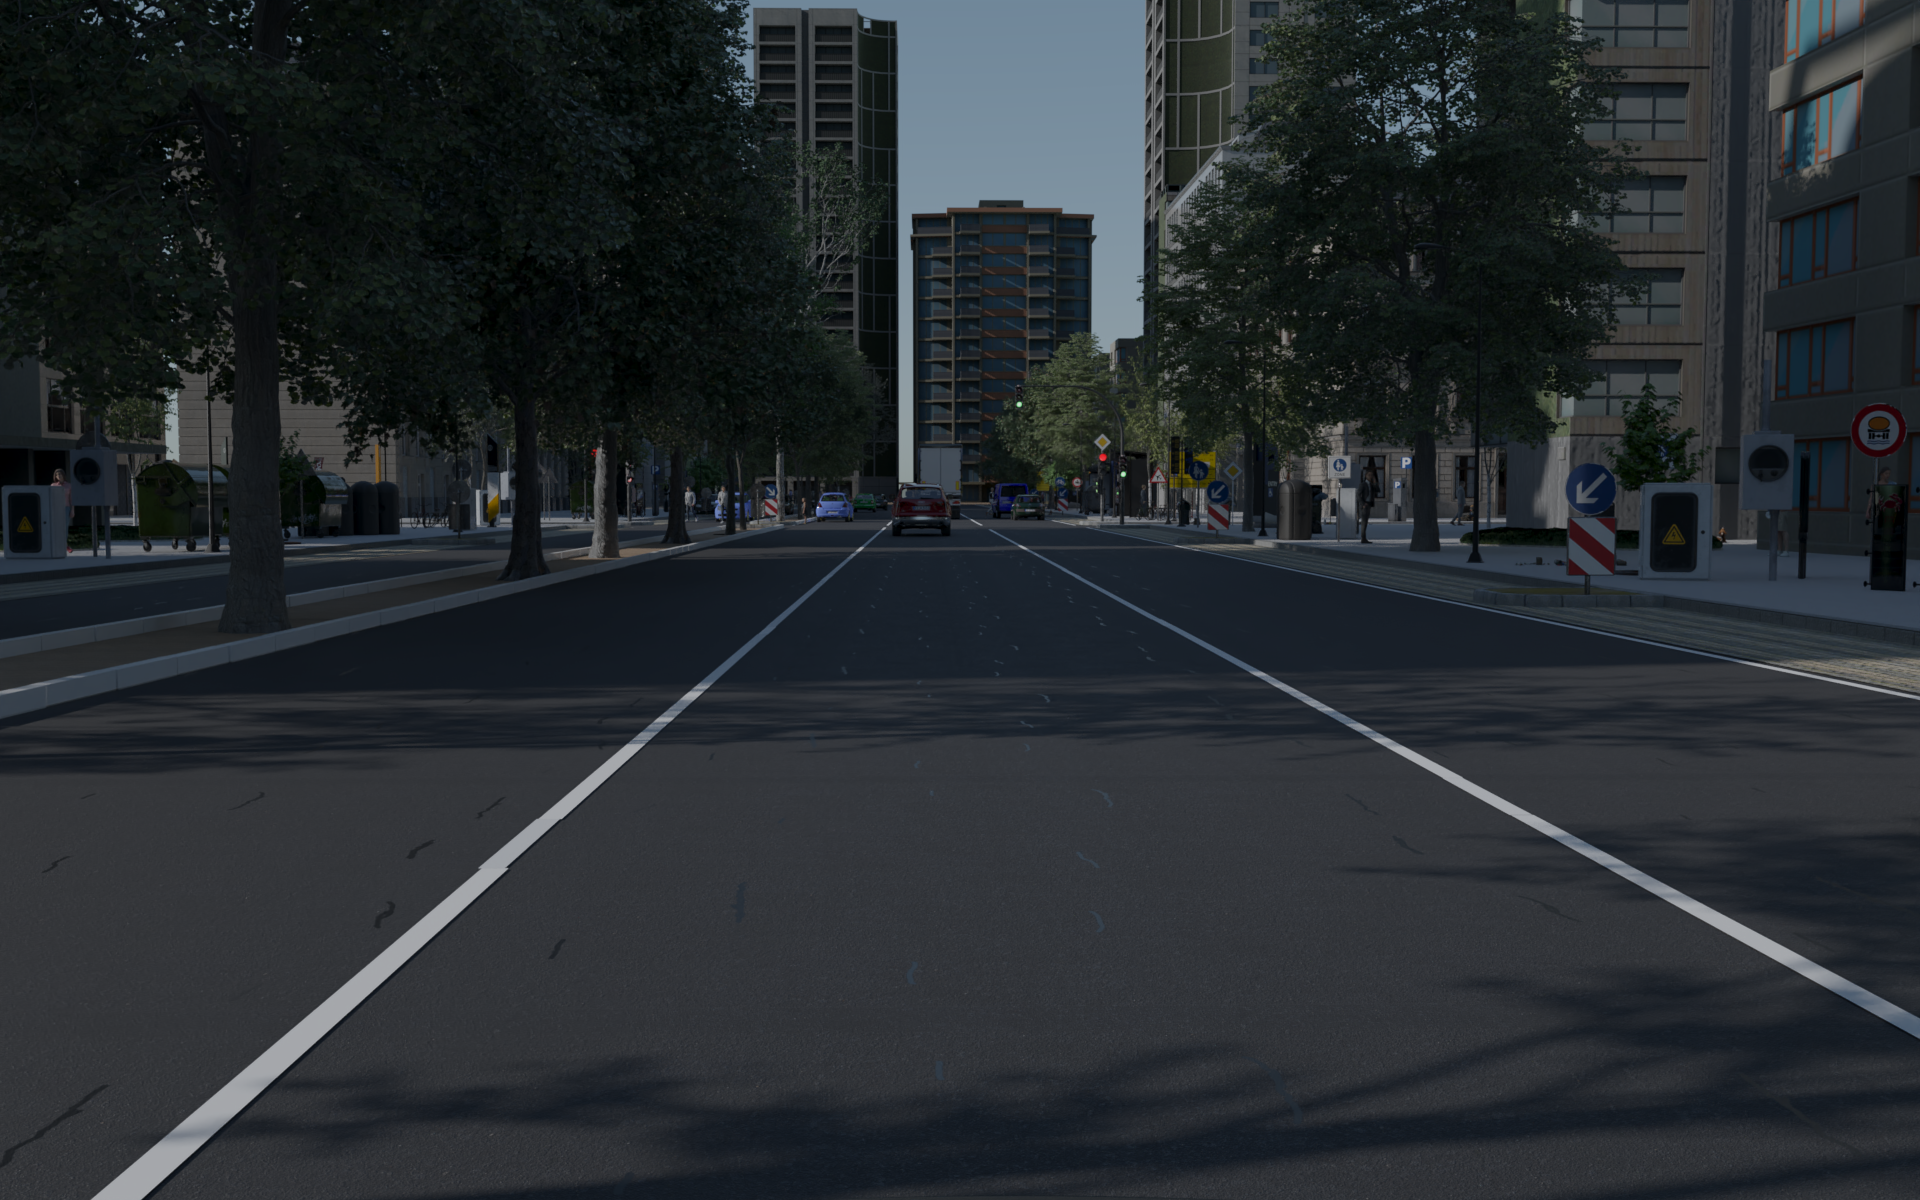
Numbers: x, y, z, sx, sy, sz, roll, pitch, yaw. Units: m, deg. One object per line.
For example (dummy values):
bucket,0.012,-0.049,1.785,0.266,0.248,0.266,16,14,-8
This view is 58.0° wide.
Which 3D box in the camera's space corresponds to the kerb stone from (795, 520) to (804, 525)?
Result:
kerb stone,-7.711,-3.745,83.434,0.120,0.150,1.000,0,4,-1

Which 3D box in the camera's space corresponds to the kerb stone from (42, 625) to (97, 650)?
kerb stone,-8.398,0.366,16.207,0.120,0.150,1.000,0,4,-1

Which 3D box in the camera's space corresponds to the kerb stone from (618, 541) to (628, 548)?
kerb stone,-9.019,-1.452,45.938,0.120,0.150,1.000,0,4,-1

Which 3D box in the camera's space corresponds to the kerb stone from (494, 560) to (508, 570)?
kerb stone,-8.737,-0.636,32.588,0.120,0.150,1.000,0,4,-1

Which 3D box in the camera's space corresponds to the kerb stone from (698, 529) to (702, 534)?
kerb stone,-9.342,-2.391,61.294,0.120,0.150,1.000,0,4,-1

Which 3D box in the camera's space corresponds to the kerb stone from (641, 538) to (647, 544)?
kerb stone,-9.079,-1.638,49.003,0.120,0.150,1.000,0,4,-1

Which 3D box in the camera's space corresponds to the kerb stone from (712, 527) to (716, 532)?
kerb stone,-9.429,-2.642,65.396,0.120,0.150,1.000,0,4,-1

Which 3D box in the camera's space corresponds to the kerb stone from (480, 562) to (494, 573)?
kerb stone,-8.717,-0.573,31.566,0.120,0.150,1.000,0,4,-1

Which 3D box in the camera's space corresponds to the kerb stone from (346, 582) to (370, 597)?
kerb stone,-8.565,-0.134,24.391,0.120,0.150,1.000,0,4,-1

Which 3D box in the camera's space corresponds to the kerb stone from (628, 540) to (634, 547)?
kerb stone,-9.043,-1.515,46.960,0.120,0.150,1.000,0,4,-1

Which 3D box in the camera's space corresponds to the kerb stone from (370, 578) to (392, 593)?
kerb stone,-8.582,-0.197,25.419,0.120,0.150,1.000,0,4,-1

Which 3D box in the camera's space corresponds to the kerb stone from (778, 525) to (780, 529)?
kerb stone,-7.424,-2.893,69.516,0.120,0.150,1.000,0,4,-1

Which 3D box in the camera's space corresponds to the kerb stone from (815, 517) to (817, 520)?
kerb stone,-7.901,-4.300,92.657,0.120,0.150,1.000,0,4,-1

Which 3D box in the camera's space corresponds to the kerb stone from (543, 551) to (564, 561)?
kerb stone,-8.849,-0.946,37.719,0.120,0.150,1.000,0,4,-1

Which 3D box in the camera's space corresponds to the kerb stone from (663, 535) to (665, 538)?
kerb stone,-9.169,-1.890,53.098,0.120,0.150,1.000,0,4,-1

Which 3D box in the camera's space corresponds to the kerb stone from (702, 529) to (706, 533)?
kerb stone,-9.366,-2.454,62.316,0.120,0.150,1.000,0,4,-1

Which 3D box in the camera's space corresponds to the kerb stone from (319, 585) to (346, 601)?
kerb stone,-8.550,-0.072,23.369,0.120,0.150,1.000,0,4,-1

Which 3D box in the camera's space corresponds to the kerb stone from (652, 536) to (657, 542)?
kerb stone,-9.133,-1.765,51.055,0.120,0.150,1.000,0,4,-1

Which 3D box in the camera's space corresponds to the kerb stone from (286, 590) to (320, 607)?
kerb stone,-8.521,-0.003,22.348,0.120,0.150,1.000,0,4,-1

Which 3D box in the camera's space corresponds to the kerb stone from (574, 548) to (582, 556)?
kerb stone,-8.890,-1.075,39.770,0.120,0.150,1.000,0,4,-1

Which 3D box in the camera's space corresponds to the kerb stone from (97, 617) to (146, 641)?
kerb stone,-8.410,0.304,17.228,0.120,0.150,1.000,0,4,-1

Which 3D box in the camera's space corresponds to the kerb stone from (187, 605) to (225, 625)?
kerb stone,-8.459,0.179,19.279,0.120,0.150,1.000,0,4,-1

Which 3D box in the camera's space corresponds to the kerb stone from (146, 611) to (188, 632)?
kerb stone,-8.437,0.241,18.257,0.120,0.150,1.000,0,4,-1

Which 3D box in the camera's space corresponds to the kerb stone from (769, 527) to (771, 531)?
kerb stone,-7.333,-2.644,65.425,0.120,0.150,1.000,0,4,-1

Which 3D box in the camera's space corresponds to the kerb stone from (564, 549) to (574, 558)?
kerb stone,-8.864,-1.009,38.741,0.120,0.150,1.000,0,4,-1

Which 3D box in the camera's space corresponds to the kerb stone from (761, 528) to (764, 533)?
kerb stone,-7.258,-2.452,62.348,0.120,0.150,1.000,0,4,-1

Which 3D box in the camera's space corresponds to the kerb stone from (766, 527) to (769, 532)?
kerb stone,-7.307,-2.580,64.396,0.120,0.150,1.000,0,4,-1

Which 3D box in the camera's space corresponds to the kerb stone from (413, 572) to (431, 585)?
kerb stone,-8.632,-0.323,27.470,0.120,0.150,1.000,0,4,-1

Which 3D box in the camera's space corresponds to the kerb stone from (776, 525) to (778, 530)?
kerb stone,-7.398,-2.832,68.494,0.120,0.150,1.000,0,4,-1

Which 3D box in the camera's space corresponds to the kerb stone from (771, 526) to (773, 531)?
kerb stone,-7.357,-2.705,66.447,0.120,0.150,1.000,0,4,-1

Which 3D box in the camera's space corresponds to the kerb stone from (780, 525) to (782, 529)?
kerb stone,-7.438,-2.957,70.538,0.120,0.150,1.000,0,4,-1

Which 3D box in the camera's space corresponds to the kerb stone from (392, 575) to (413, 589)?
kerb stone,-8.607,-0.260,26.445,0.120,0.150,1.000,0,4,-1

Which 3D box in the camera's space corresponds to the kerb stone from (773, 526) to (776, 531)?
kerb stone,-7.377,-2.769,67.469,0.120,0.150,1.000,0,4,-1

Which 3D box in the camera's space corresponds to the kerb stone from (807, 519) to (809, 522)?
kerb stone,-7.770,-3.933,86.500,0.120,0.150,1.000,0,4,-1

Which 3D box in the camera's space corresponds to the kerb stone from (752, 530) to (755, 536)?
kerb stone,-7.201,-2.268,59.272,0.120,0.150,1.000,0,4,-1

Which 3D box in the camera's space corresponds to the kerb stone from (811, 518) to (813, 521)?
kerb stone,-7.844,-4.119,89.579,0.120,0.150,1.000,0,4,-1

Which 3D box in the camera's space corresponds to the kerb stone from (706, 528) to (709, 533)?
kerb stone,-9.389,-2.515,63.338,0.120,0.150,1.000,0,4,-1

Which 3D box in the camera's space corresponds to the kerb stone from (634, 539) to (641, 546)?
kerb stone,-9.057,-1.572,47.982,0.120,0.150,1.000,0,4,-1

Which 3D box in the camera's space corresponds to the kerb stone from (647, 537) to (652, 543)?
kerb stone,-9.106,-1.700,50.033,0.120,0.150,1.000,0,4,-1

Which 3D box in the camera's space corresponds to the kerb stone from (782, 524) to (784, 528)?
kerb stone,-7.456,-3.019,71.559,0.120,0.150,1.000,0,4,-1

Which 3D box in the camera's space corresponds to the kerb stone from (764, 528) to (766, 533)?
kerb stone,-7.284,-2.518,63.371,0.120,0.150,1.000,0,4,-1

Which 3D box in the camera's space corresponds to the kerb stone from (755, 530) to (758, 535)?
kerb stone,-7.228,-2.325,60.294,0.120,0.150,1.000,0,4,-1

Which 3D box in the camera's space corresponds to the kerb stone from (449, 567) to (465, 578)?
kerb stone,-8.676,-0.448,29.513,0.120,0.150,1.000,0,4,-1

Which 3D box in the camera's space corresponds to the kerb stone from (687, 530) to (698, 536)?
kerb stone,-9.318,-2.329,60.272,0.120,0.150,1.000,0,4,-1

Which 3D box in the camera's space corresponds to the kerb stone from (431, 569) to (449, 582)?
kerb stone,-8.651,-0.384,28.492,0.120,0.150,1.000,0,4,-1

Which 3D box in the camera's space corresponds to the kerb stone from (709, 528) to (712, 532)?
kerb stone,-9.414,-2.579,64.365,0.120,0.150,1.000,0,4,-1

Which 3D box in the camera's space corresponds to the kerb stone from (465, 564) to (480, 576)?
kerb stone,-8.692,-0.508,30.538,0.120,0.150,1.000,0,4,-1

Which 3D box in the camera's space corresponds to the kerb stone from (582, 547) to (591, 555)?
kerb stone,-8.906,-1.138,40.800,0.120,0.150,1.000,0,4,-1

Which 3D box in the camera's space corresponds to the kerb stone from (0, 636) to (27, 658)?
kerb stone,-8.372,0.429,15.185,0.120,0.150,1.000,0,4,-1

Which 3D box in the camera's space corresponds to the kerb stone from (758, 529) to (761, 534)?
kerb stone,-7.242,-2.392,61.321,0.120,0.150,1.000,0,4,-1

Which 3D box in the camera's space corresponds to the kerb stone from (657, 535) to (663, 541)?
kerb stone,-9.144,-1.827,52.076,0.120,0.150,1.000,0,4,-1
